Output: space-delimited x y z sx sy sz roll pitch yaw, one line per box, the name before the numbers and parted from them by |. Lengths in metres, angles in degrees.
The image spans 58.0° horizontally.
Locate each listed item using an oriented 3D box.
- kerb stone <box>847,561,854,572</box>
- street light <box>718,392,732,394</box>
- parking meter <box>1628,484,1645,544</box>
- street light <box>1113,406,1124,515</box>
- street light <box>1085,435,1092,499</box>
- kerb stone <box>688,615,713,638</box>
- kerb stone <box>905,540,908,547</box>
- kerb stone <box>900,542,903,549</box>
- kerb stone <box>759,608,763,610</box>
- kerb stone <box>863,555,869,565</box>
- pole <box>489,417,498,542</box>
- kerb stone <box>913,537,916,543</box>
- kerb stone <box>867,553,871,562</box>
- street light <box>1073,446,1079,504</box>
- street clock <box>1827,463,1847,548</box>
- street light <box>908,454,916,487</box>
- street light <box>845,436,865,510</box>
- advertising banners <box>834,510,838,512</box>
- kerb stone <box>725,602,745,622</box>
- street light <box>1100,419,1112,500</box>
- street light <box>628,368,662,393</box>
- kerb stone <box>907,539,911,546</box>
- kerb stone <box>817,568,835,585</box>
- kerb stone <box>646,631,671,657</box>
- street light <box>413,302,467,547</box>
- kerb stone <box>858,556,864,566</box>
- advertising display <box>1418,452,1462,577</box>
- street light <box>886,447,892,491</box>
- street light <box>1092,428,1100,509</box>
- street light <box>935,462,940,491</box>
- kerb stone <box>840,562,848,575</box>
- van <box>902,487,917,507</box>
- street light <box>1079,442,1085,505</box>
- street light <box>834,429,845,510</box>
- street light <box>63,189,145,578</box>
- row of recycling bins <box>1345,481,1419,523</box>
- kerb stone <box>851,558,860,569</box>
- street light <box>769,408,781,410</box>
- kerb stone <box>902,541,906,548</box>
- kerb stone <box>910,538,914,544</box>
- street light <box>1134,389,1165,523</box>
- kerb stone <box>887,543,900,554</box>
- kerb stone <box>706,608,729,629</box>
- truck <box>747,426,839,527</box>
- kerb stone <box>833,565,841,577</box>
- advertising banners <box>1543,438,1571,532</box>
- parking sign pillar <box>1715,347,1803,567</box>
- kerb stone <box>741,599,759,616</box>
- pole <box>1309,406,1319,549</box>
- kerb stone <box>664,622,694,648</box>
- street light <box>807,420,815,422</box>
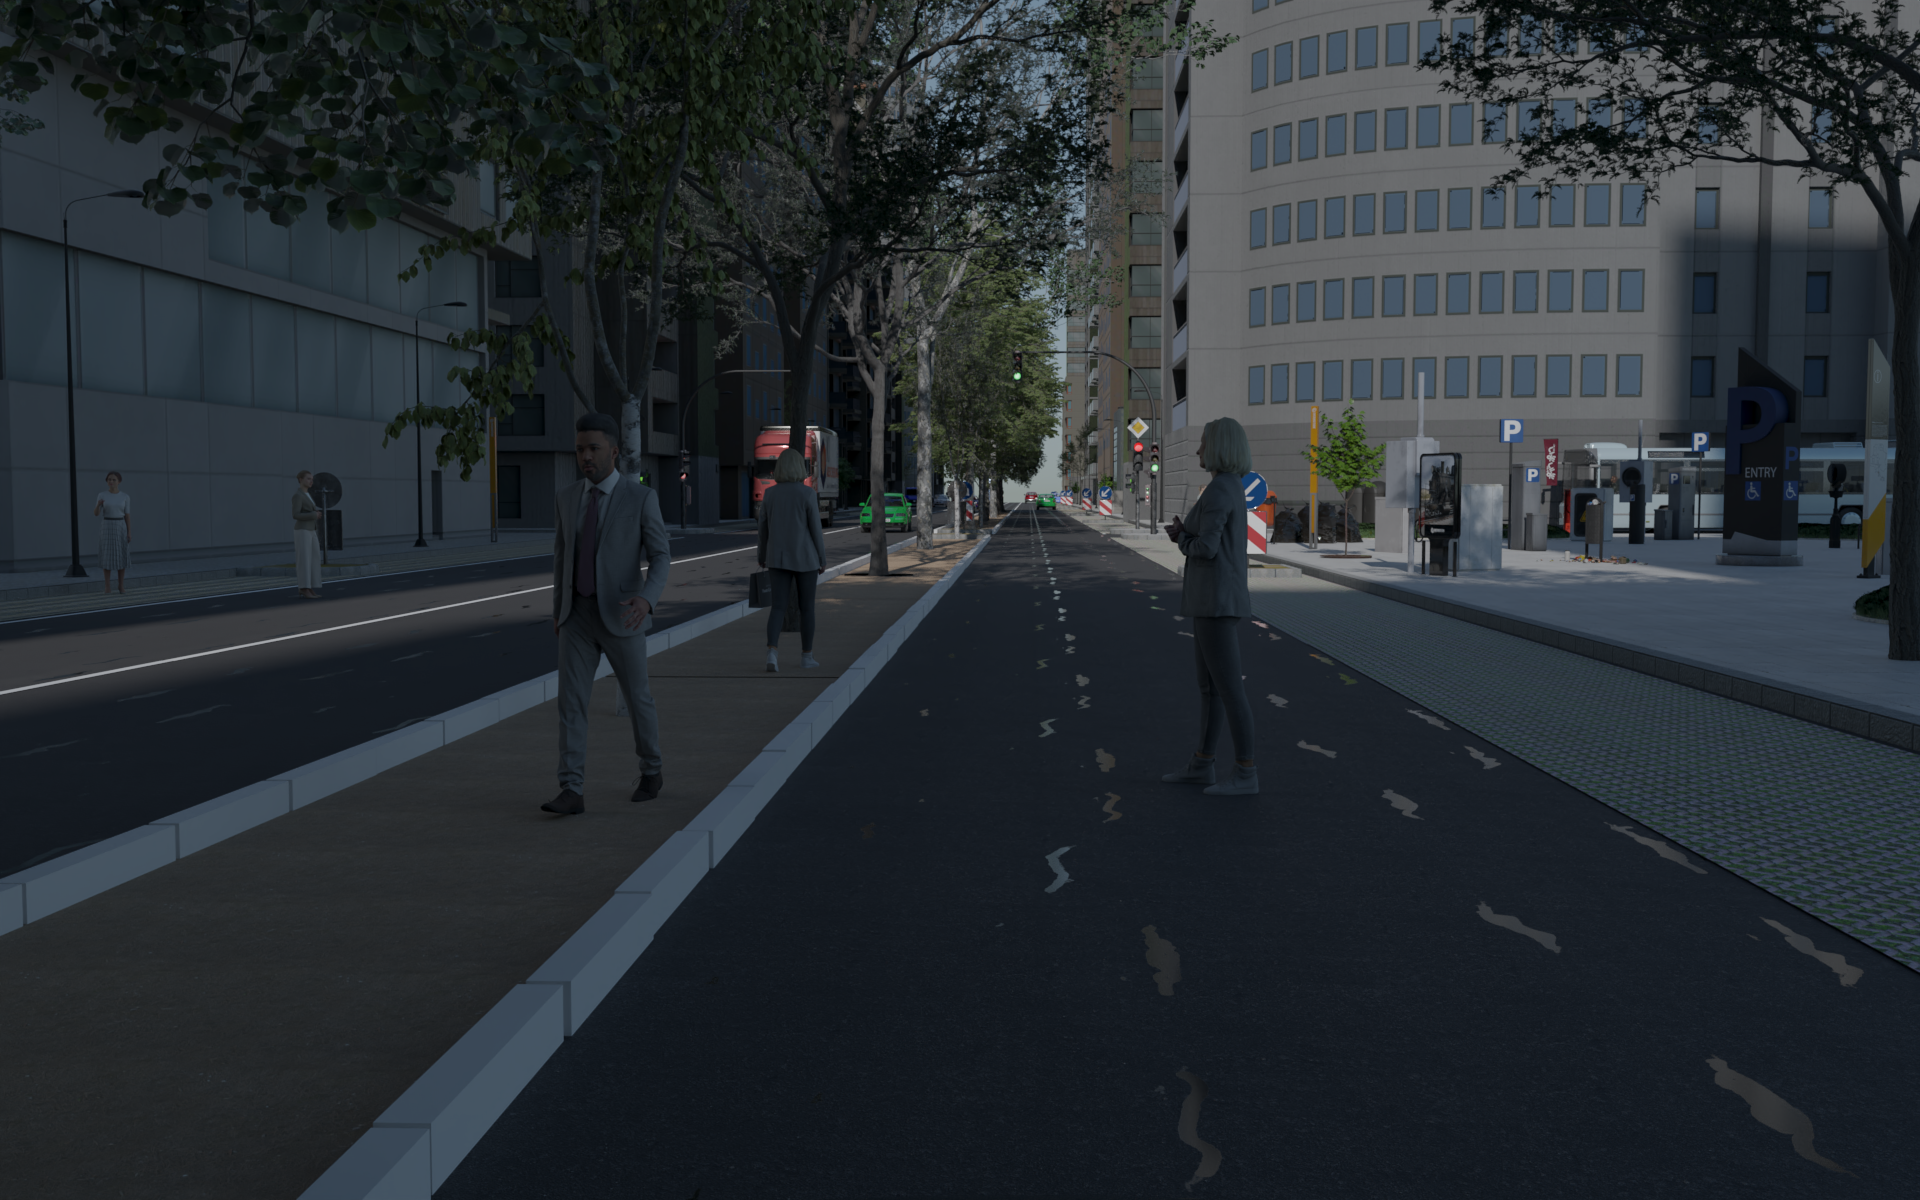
kerb stone | -2.104 -0.585 31.845 0.120 0.150 1.000 0 4 2
street light | -11.013 -6.489 78.629 1.470 5.913 1.316 0 4 2
parking meter | 17.355 -2.201 44.403 0.372 1.533 0.369 0 3 0
street light | 9.030 -7.293 91.786 1.470 5.913 1.316 0 4 2
street light | 10.868 -10.066 137.116 1.470 5.913 1.316 0 4 2
kerb stone | -2.677 0.287 17.507 0.120 0.150 1.000 0 4 2
kerb stone | -1.538 -1.462 46.175 0.120 0.150 1.000 0 4 2
kerb stone | -1.612 -1.341 44.125 0.120 0.150 1.000 0 4 2
kerb stone | -2.512 0.040 21.606 0.120 0.150 1.000 0 4 2
kerb stone | -1.984 -0.773 34.909 0.120 0.150 1.000 0 4 2
pole | -12.382 -3.188 45.960 0.158 3.312 0.155 0 3 0
kerb stone | -1.413 -1.655 49.255 0.120 0.150 1.000 0 4 2
kerb stone | -1.951 -0.835 35.932 0.120 0.150 1.000 0 4 2
street light | 12.061 -12.001 168.757 1.470 5.913 1.316 0 4 2
street clock | 20.732 -2.228 40.995 0.358 2.002 0.471 0 4 -1
street light | -6.180 -13.940 200.452 1.470 5.913 1.316 0 4 2
street light | -8.630 -10.251 140.141 1.470 5.913 1.316 0 4 2
advertising banners | -9.173 -8.033 127.523 0.090 3.025 2.074 0 4 5
kerb stone | -2.603 0.161 19.560 0.120 0.150 1.000 0 4 2
street light | 9.572 -8.221 106.947 1.470 5.913 1.316 0 4 2
street light | -11.617 -5.575 63.700 1.470 5.913 1.316 0 4 2
kerb stone | -1.494 -1.528 47.203 0.120 0.150 1.000 0 4 2
kerb stone | -2.231 -0.399 28.778 0.120 0.150 1.000 0 4 2
kerb stone | -2.768 0.415 15.459 0.120 0.150 1.000 0 4 2
street light | -12.582 -4.245 41.947 1.470 5.913 1.316 0 4 2
kerb stone | -2.027 -0.715 33.888 0.120 0.150 1.000 0 4 2
advertising display | 7.529 -1.344 27.186 0.123 1.923 0.974 -1 4 -19
street light | -7.391 -12.077 169.997 1.470 5.913 1.316 0 4 2
street light | 10.251 -9.133 121.873 1.470 5.913 1.316 0 4 2
street light | -3.509 -18.109 268.621 1.470 5.913 1.316 0 4 2
kerb stone | -2.147 -0.528 30.823 0.120 0.150 1.000 0 4 2
van | -3.872 -9.014 151.759 2.240 2.365 5.245 0 4 1
street light | 11.588 -11.088 153.823 1.470 5.913 1.316 0 4 2
street light | -9.203 -9.235 123.532 1.470 5.913 1.316 0 4 2
street light | -13.128 -3.305 26.579 1.470 5.913 1.316 0 4 2
row of recycling bins | 13.340 -2.851 53.720 1.069 1.692 3.534 -2 4 -34
kerb stone | -2.064 -0.653 32.866 0.120 0.150 1.000 0 4 2
street light | -10.346 -7.401 93.555 1.470 5.913 1.316 0 4 2
kerb stone | -1.566 -1.404 45.146 0.120 0.150 1.000 0 4 2
kerb stone | -1.452 -1.592 48.232 0.120 0.150 1.000 0 4 2
street light | 8.402 -6.380 76.858 1.470 5.913 1.316 0 4 2
kerb stone | -1.658 -1.278 43.096 0.120 0.150 1.000 0 4 2
kerb stone | -2.640 0.224 18.530 0.120 0.150 1.000 0 4 2
truck | -6.889 -5.154 73.174 2.839 4.237 11.283 0 4 2
kerb stone | -2.197 -0.461 29.800 0.120 0.150 1.000 0 4 2
advertising banners | 19.141 -3.545 54.142 0.090 3.025 2.074 -3 5 -40
parking sign pillar | 14.446 -2.613 31.202 1.447 3.967 1.447 -2 4 -23
kerb stone | -2.552 0.099 20.584 0.120 0.150 1.000 0 4 2
pole | 8.218 -2.834 40.182 0.158 3.312 0.155 0 3 0
kerb stone | -2.718 0.349 16.486 0.120 0.150 1.000 0 4 2
street light | -9.764 -8.315 108.485 1.470 5.913 1.316 0 4 2
